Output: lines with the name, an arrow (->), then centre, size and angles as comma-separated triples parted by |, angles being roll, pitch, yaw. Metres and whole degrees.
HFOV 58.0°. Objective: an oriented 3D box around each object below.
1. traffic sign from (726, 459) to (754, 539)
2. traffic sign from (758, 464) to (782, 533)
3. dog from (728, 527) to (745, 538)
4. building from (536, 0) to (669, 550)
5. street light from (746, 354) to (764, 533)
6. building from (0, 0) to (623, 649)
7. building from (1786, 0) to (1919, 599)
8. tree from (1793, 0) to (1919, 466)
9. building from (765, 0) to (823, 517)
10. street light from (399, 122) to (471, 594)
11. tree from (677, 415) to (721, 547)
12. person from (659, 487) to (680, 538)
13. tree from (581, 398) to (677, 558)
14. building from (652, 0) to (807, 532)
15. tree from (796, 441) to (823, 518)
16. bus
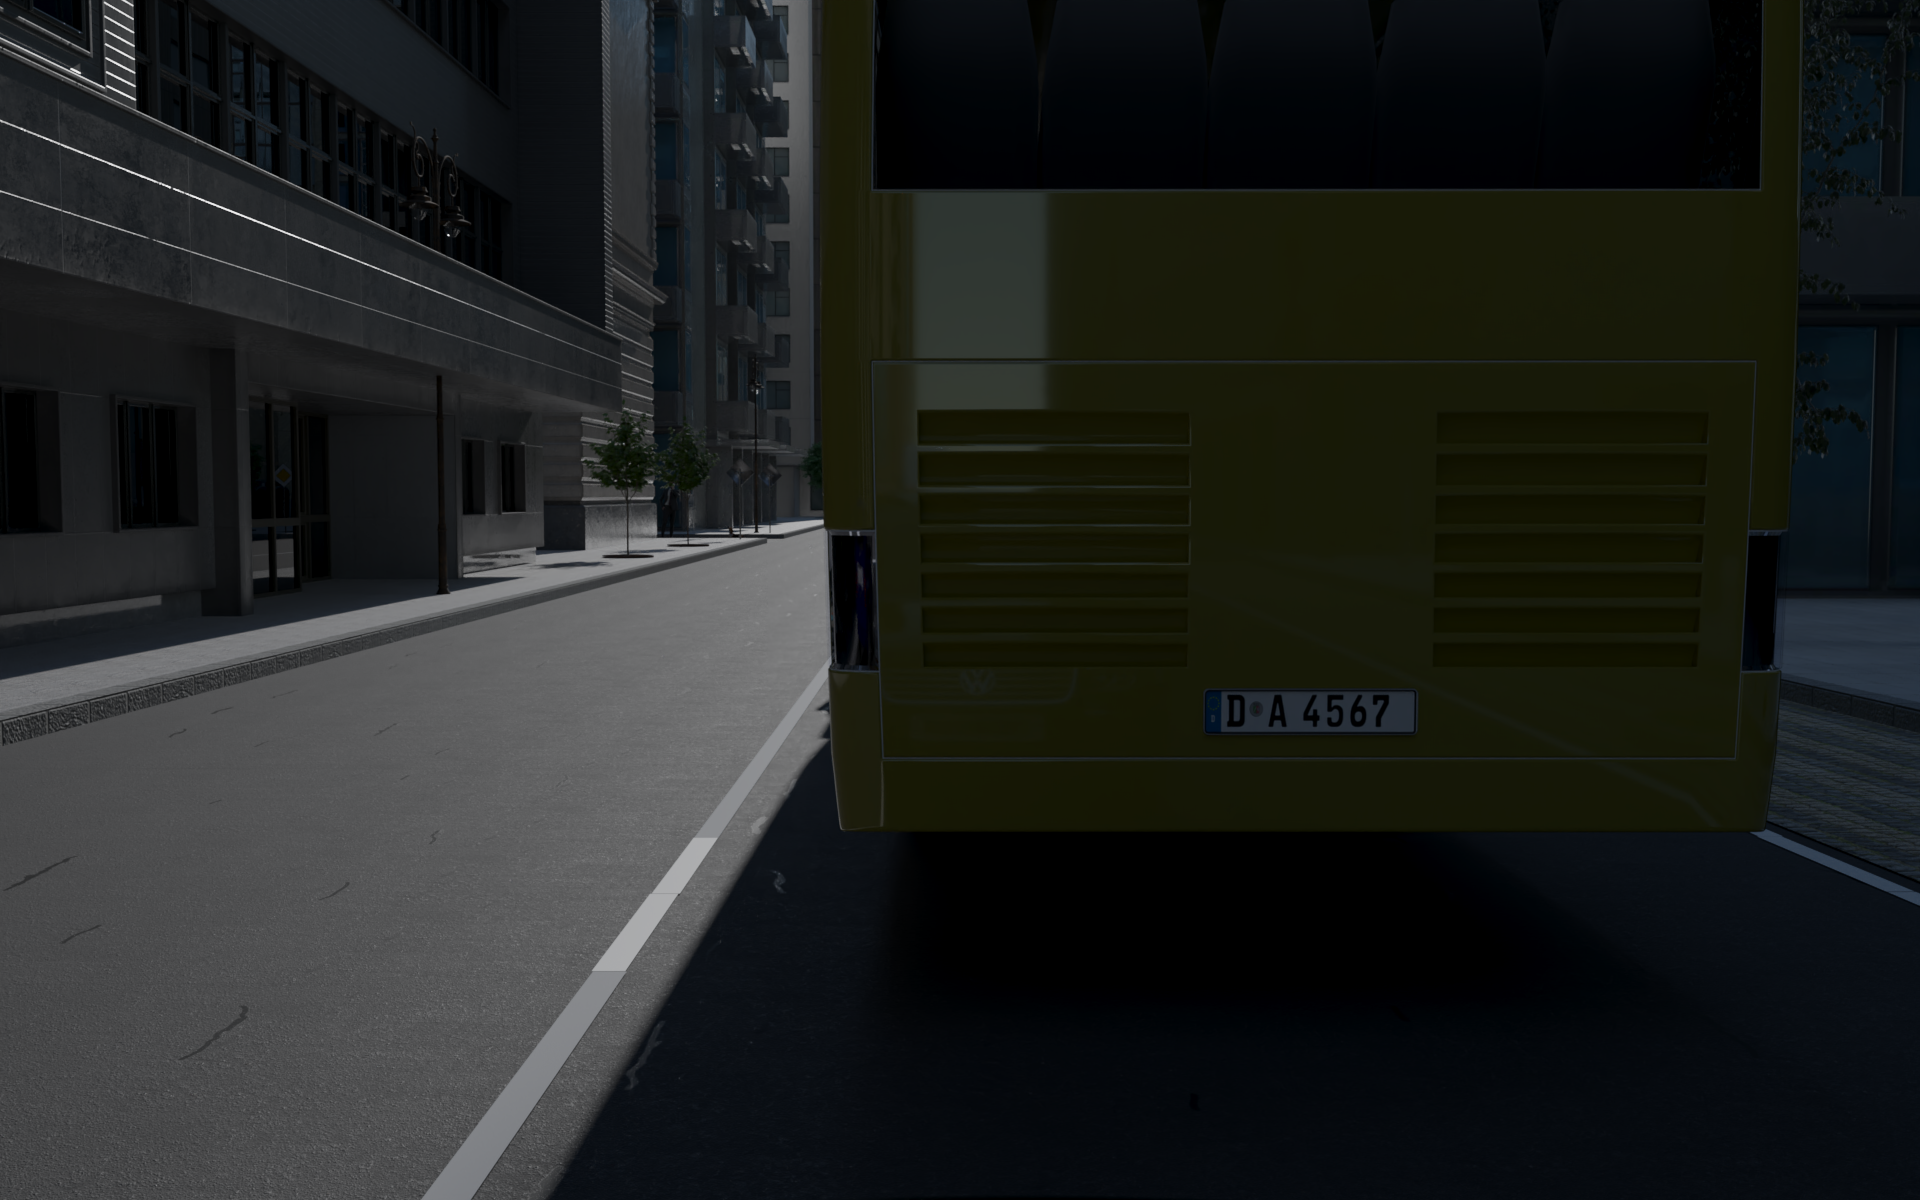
traffic sign -> -6.208, -2.769, 48.909 | 0.795, 2.450, 0.064 | 0, 4, 0
traffic sign -> -6.243, -3.257, 56.894 | 0.795, 2.450, 0.064 | 0, 4, 0
dog -> -7.073, -2.115, 54.771 | 0.748, 0.427, 0.550 | 1, 4, 15
building -> -17.790, -13.125, 43.475 | 19.941, 23.489, 11.050 | 0, 4, 0
street light -> -6.734, -5.159, 57.130 | 0.468, 5.910, 1.993 | 0, 4, 0
building -> -13.276, -12.111, 17.084 | 14.314, 24.678, 30.058 | 0, 4, 0
building -> 17.771, -25.264, 32.672 | 23.786, 49.044, 30.456 | 0, 4, 0
tree -> 6.884, -3.994, 15.660 | 4.360, 8.622, 3.978 | 0, 3, 0
building -> -12.373, -25.516, 100.779 | 14.154, 41.232, 14.086 | 0, 4, 0
street light -> -6.628, -3.012, 22.033 | 0.468, 5.910, 1.993 | 0, 4, 0
tree -> -6.802, -2.922, 42.374 | 1.663, 3.219, 1.824 | 0, 3, 0
person -> -8.978, -2.798, 53.614 | 0.648, 1.900, 0.474 | -1, 4, -15
tree -> -6.762, -2.472, 35.014 | 1.663, 3.219, 1.824 | 0, 3, 0
building -> -18.910, -27.565, 70.298 | 23.786, 49.044, 30.456 | 0, 4, 0
tree -> -7.113, -6.651, 92.460 | 4.285, 4.588, 4.351 | 0, 3, 0
bus -> 0.915, -1.158, 10.485 | 2.896, 3.916, 12.252 | 0, 4, 0
